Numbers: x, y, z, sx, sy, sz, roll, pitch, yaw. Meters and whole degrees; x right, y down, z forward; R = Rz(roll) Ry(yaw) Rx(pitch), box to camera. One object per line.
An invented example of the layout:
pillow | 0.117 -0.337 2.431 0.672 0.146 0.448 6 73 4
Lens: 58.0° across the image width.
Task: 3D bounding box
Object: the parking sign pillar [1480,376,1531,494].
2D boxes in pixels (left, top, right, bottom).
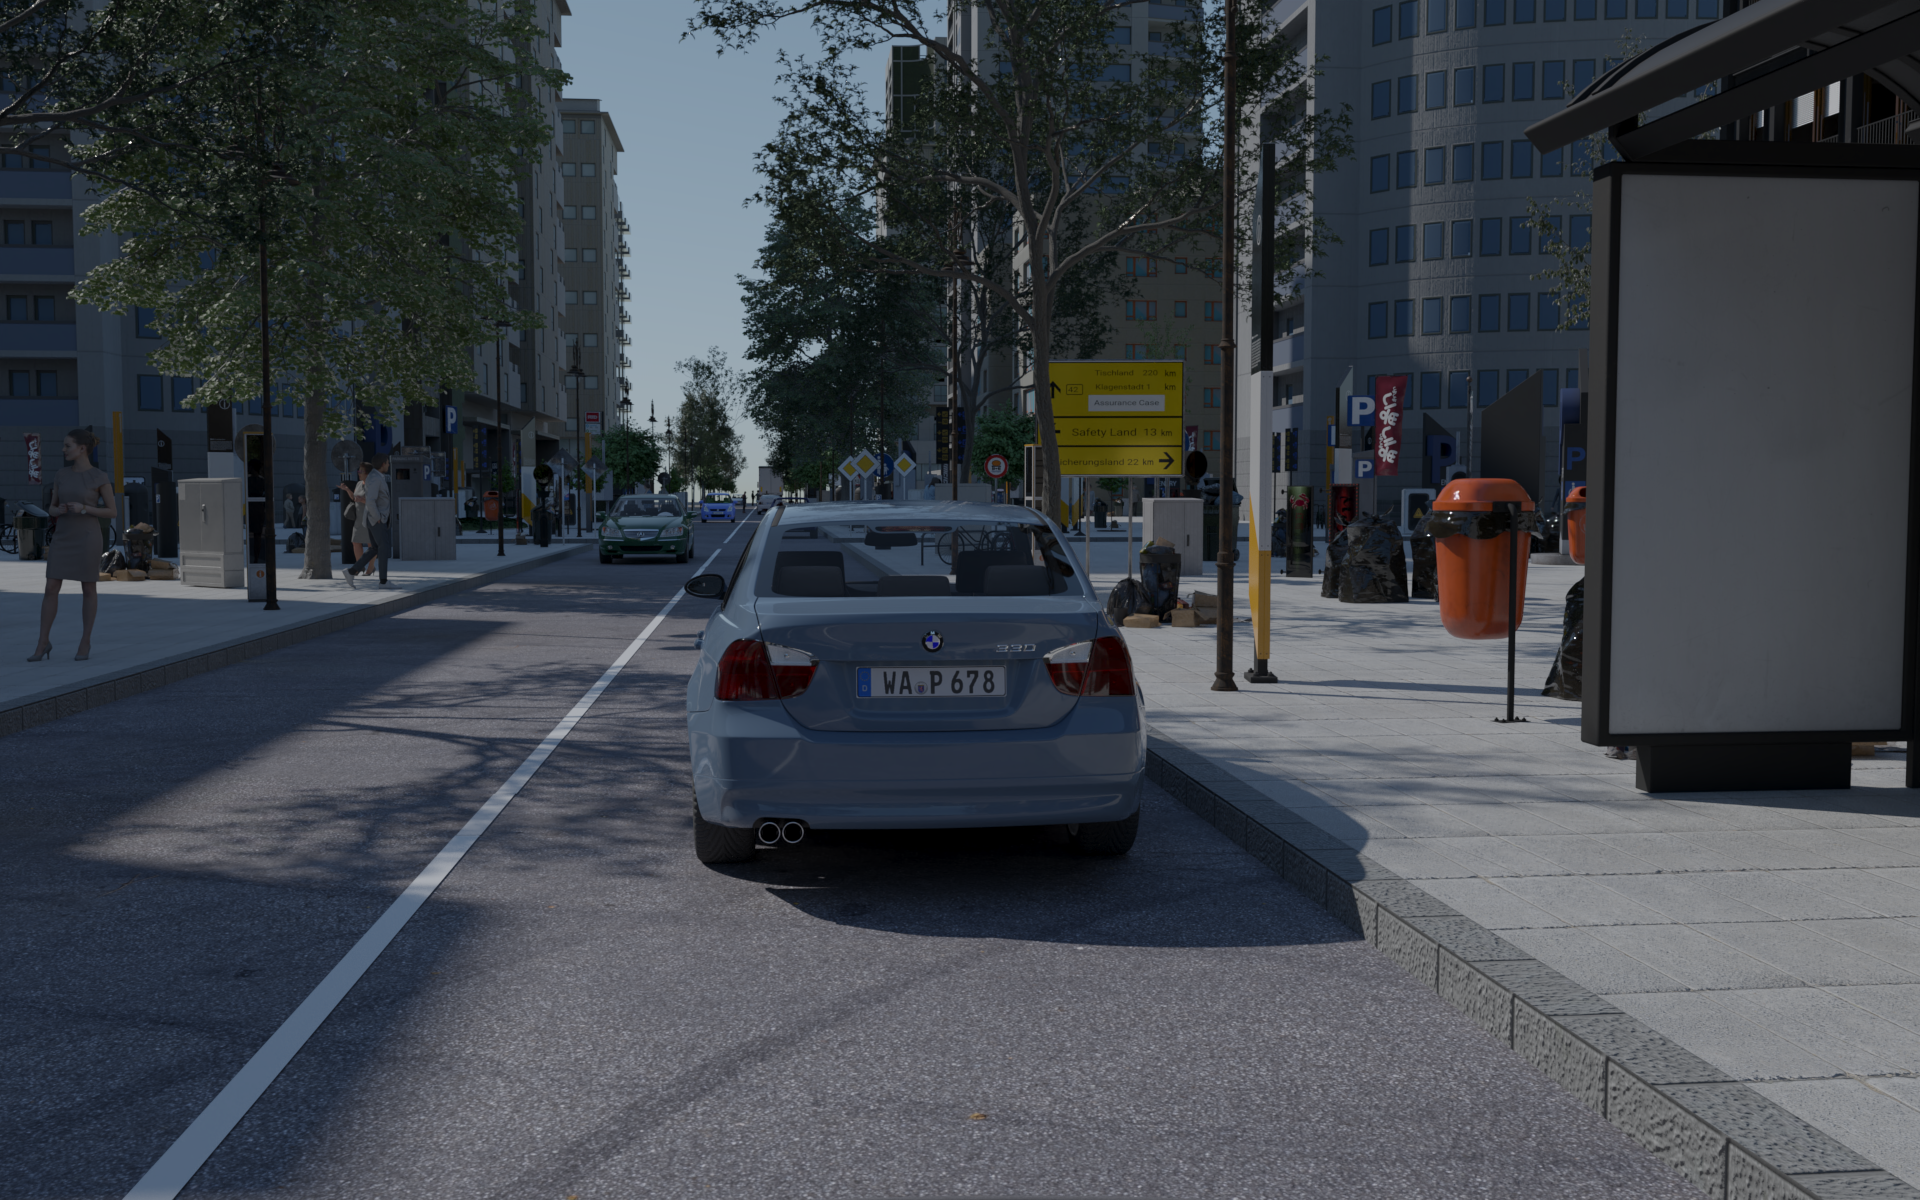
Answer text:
parking sign pillar | 12.081 -3.020 37.852 1.447 3.967 1.447 3 4 36

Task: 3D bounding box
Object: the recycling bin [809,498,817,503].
recycling bin | -9.005 -5.707 105.864 0.722 1.027 0.722 1 4 11

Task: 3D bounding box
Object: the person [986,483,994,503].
person | 0.955 -3.401 62.480 0.563 1.720 0.643 1 4 12

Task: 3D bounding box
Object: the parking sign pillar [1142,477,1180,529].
parking sign pillar | 7.431 -4.601 63.700 1.447 3.967 1.447 0 4 0

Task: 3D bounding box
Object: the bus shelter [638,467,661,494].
bus shelter | -17.732 -6.255 96.191 2.014 3.302 5.546 0 4 -6

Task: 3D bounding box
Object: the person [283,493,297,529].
person | -24.724 -3.272 63.815 0.475 1.303 0.640 1 4 20

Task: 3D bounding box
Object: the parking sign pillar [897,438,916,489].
parking sign pillar | -2.365 -5.403 76.812 1.447 3.967 1.447 -2 4 -24

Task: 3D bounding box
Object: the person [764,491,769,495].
person | -17.846 -9.238 160.063 1.217 1.766 0.721 0 4 3

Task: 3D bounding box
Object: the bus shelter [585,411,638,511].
bus shelter | -17.353 -6.670 86.680 2.179 5.291 8.768 0 4 -6

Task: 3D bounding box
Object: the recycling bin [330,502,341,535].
recycling bin | -19.701 -2.535 53.994 0.722 1.027 0.722 2 4 24

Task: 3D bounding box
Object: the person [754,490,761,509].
person | -19.047 -9.482 163.538 1.348 1.824 0.705 3 5 39

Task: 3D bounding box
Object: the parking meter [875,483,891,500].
parking meter | -1.781 -1.935 40.049 0.372 1.533 0.369 0 3 0

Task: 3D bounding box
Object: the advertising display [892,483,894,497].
advertising display | -3.562 -5.610 96.943 0.123 1.923 0.974 1 4 20

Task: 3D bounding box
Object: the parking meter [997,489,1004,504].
parking meter | 1.910 -4.527 82.432 0.372 1.533 0.369 0 3 0

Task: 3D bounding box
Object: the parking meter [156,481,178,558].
parking meter | -15.969 -1.619 34.875 0.372 1.533 0.369 0 3 0

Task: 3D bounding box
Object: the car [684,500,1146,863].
car | -0.299 0.240 8.081 2.014 1.417 4.499 0 4 -5

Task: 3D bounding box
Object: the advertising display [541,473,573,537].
advertising display | -12.785 -3.032 54.781 0.974 1.923 0.123 -3 5 -42

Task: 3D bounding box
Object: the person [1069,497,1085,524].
person | 4.782 -3.872 74.841 1.012 1.151 0.738 3 5 44

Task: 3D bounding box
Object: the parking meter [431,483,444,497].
parking meter | -11.780 -1.841 38.516 0.372 1.533 0.369 0 3 0

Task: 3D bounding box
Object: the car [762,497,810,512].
car | -5.536 -2.710 56.891 1.945 1.354 3.894 0 4 -5

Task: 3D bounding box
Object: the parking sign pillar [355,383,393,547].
parking sign pillar | -14.324 -3.301 42.447 1.447 3.967 1.447 0 4 3

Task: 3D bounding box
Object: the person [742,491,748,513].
person | -16.074 -7.306 129.415 0.415 1.643 0.593 -1 4 -10

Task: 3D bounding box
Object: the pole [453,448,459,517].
pole | -22.192 -5.040 76.252 0.158 3.312 0.155 0 3 0

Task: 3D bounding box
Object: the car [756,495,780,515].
car | -13.229 -6.641 120.943 2.083 1.381 4.827 0 4 -6

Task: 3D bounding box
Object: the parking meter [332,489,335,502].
parking meter | -21.319 -3.116 59.355 0.372 1.533 0.369 0 3 0

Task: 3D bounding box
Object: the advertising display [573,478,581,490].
advertising display | -14.632 -3.775 66.927 0.974 1.923 0.123 3 5 39

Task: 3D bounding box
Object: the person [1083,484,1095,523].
person | 5.646 -4.232 75.992 0.466 1.731 0.760 -1 4 -18

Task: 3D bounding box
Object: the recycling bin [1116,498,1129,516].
recycling bin | 9.462 -5.346 99.962 0.722 1.027 0.722 -2 4 -24

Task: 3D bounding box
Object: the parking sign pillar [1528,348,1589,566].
parking sign pillar | 11.209 -2.637 31.595 1.447 3.967 1.447 1 4 17

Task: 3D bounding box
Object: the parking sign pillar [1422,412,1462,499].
parking sign pillar | 15.980 -4.218 57.439 1.447 3.967 1.447 -1 4 -23

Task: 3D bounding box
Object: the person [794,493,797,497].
person | -25.948 -16.419 274.122 0.705 1.869 1.348 1 4 19

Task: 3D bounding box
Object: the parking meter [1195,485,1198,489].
parking meter | 13.520 -5.680 98.571 0.255 1.863 0.399 1 4 14

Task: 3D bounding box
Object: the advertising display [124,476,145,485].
advertising display | -30.228 -3.544 63.159 0.974 1.923 0.123 -2 4 -31

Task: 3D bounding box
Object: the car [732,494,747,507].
car | -24.909 -11.179 194.782 2.014 1.417 4.499 0 4 -6

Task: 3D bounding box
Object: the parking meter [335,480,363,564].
parking meter | -11.173 -1.431 31.807 0.372 1.533 0.369 0 3 0

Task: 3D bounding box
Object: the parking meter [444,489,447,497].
parking meter | -24.432 -4.493 81.871 0.372 1.533 0.369 0 3 0

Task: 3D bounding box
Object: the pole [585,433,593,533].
pole | -12.315 -3.891 57.455 0.158 3.312 0.155 0 3 0

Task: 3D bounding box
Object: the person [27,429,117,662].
person | -6.849 -0.426 13.346 0.599 1.781 0.374 0 4 -1

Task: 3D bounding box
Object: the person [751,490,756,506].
person | -24.089 -11.841 201.727 0.705 1.869 1.348 1 4 13

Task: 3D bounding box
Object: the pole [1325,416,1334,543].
pole | 9.667 -3.146 45.278 0.158 3.312 0.155 0 3 0

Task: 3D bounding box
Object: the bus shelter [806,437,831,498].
bus shelter | -9.766 -8.685 119.625 2.179 5.291 8.768 0 4 -6

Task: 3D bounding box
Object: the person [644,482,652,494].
person | -10.484 -3.049 58.381 0.654 1.822 0.581 -1 4 -11

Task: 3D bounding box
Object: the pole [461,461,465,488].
pole | -30.335 -6.842 105.710 0.158 3.312 0.155 0 3 0

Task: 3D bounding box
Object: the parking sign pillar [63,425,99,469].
parking sign pillar | -34.474 -4.862 67.972 1.447 3.967 1.447 1 4 16

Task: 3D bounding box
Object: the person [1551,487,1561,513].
person | 18.921 -2.933 54.422 0.576 1.772 0.534 -1 4 -21

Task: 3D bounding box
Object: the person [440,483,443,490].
person | -26.226 -4.966 87.043 0.655 1.846 0.447 0 4 -2

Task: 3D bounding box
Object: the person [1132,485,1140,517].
person | 9.907 -5.630 98.490 0.661 1.777 0.834 0 4 -2

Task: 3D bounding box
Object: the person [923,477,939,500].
person | -0.887 -2.793 51.976 0.793 1.790 0.793 0 4 7

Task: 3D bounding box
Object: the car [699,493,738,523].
car | -12.185 -4.757 87.369 1.945 1.707 3.694 0 4 -7

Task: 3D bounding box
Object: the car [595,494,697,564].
car | -6.700 -1.557 37.263 2.131 1.459 4.920 0 4 -6

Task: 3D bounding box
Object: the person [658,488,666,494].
person | -20.039 -6.740 116.344 0.635 1.810 0.391 0 4 2

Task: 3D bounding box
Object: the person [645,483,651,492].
person | -14.208 -4.474 79.382 0.526 1.800 0.537 1 4 13

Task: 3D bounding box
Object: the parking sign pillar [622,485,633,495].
parking sign pillar | -14.860 -5.440 77.423 1.447 3.967 1.447 -1 4 -14

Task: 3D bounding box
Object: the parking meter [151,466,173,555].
parking meter | -16.797 -1.885 36.526 0.399 1.863 0.255 0 4 -6

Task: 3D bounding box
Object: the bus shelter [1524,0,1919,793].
bus shelter | 3.760 -0.675 4.957 2.014 3.302 5.546 0 4 -6

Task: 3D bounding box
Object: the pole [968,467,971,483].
pole | 0.380 -4.874 73.528 0.158 3.312 0.155 0 3 0

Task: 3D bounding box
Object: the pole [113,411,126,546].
pole | -20.795 -2.996 42.830 0.158 3.312 0.155 0 3 0
